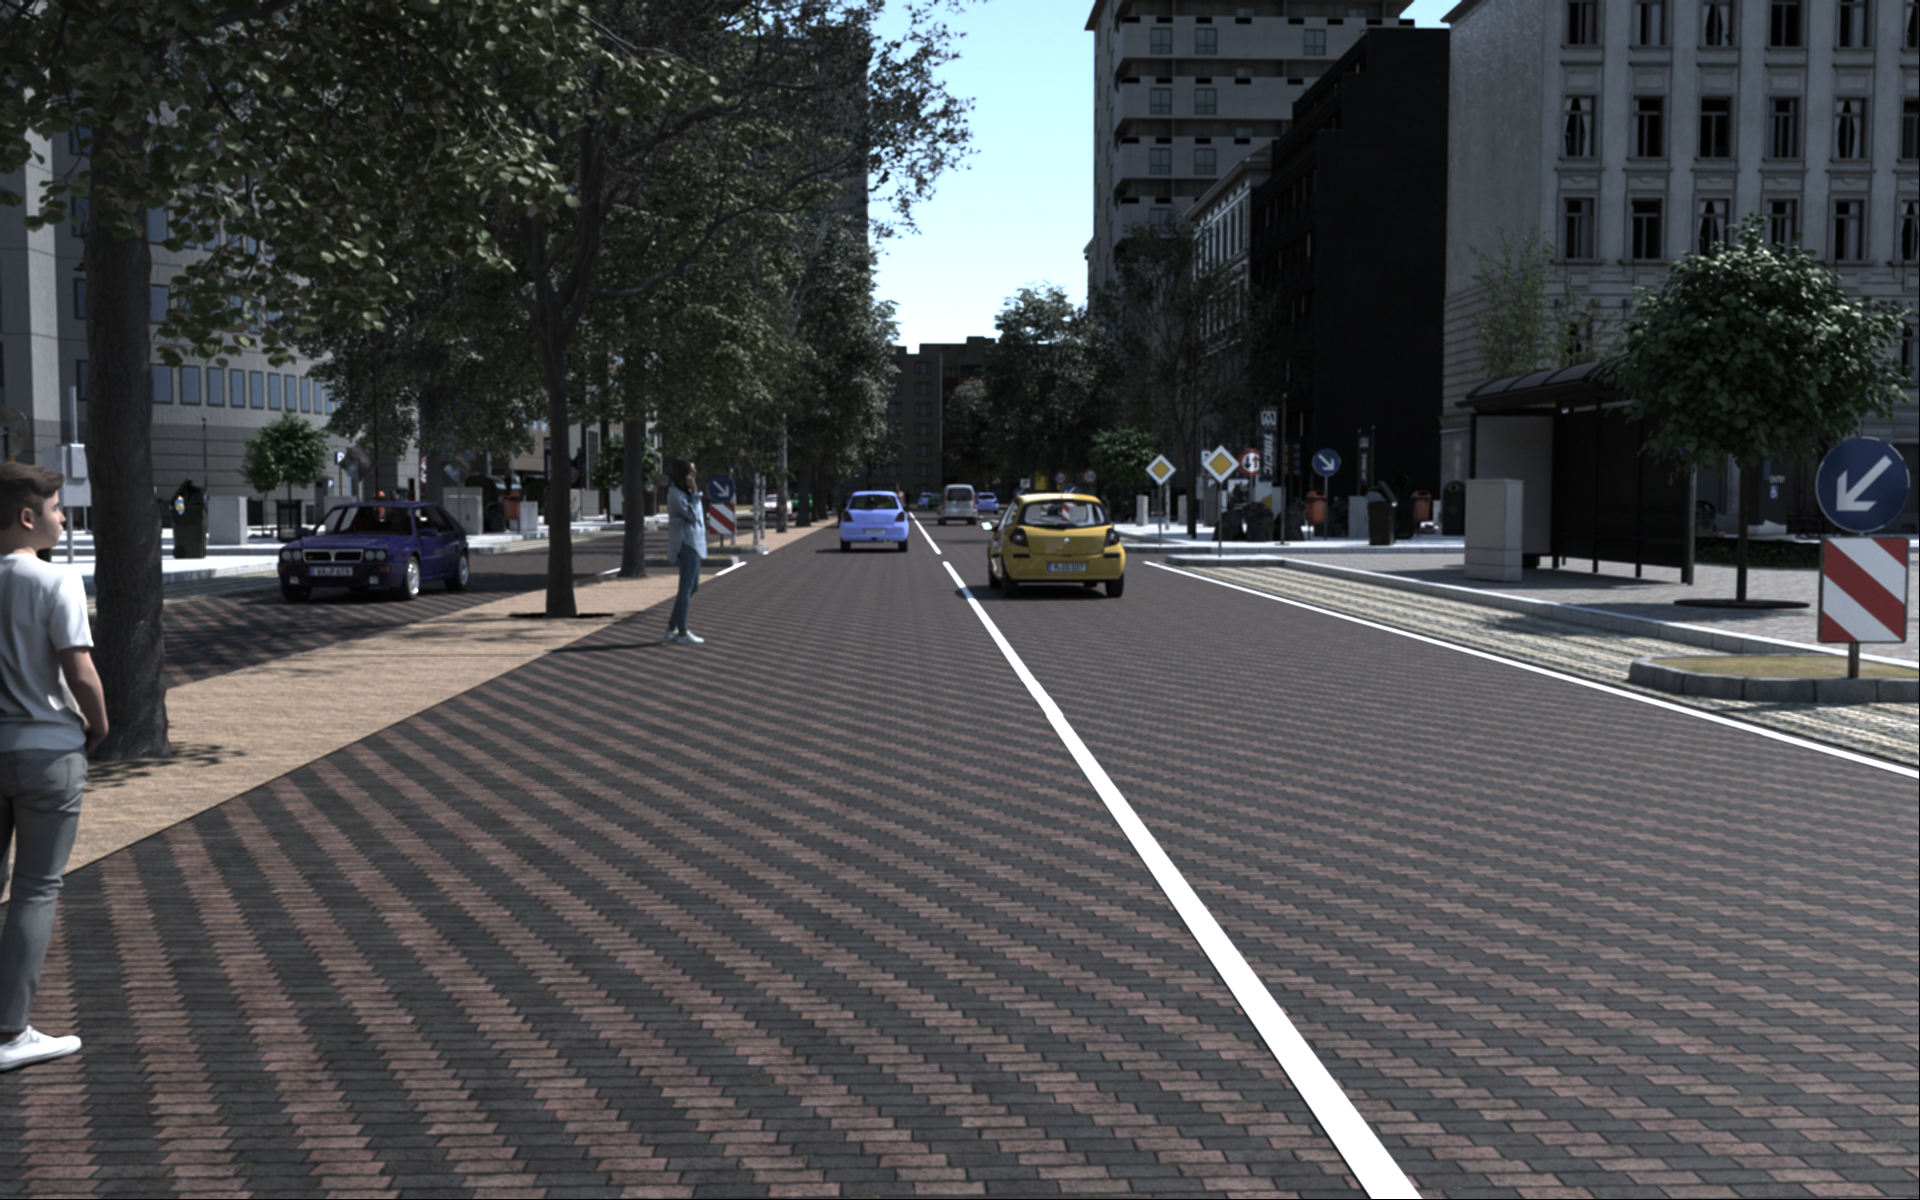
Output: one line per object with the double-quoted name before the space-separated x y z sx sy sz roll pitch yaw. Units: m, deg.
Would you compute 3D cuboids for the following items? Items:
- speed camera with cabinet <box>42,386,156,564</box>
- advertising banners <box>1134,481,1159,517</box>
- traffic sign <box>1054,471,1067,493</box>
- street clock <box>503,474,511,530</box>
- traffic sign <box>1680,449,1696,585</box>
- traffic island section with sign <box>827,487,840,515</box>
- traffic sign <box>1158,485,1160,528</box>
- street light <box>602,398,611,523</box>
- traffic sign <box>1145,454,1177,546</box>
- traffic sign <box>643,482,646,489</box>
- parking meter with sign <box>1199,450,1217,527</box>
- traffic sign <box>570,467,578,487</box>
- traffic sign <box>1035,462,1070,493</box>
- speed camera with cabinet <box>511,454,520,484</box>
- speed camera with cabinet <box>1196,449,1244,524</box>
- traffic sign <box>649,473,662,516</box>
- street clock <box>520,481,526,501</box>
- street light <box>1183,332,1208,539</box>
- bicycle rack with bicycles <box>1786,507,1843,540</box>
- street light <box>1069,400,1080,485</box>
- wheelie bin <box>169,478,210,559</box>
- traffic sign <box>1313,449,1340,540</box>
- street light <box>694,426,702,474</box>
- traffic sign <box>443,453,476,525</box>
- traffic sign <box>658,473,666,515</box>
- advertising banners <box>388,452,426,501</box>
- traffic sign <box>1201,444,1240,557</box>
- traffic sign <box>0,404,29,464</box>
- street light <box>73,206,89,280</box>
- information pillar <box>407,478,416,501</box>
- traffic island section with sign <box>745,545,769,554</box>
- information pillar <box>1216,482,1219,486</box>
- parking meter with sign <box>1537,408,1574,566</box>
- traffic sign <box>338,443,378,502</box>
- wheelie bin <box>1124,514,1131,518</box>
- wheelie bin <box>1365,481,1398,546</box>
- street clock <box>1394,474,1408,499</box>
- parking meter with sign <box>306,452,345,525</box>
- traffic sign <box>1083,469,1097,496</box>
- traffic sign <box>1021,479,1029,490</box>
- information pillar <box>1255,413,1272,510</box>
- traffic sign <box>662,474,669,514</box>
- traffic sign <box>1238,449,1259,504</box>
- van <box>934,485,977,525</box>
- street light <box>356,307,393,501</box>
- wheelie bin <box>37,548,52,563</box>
"speed camera with cabinet" -16.188 -2.341 32.609 0.660 3.252 2.038 2 4 24
"advertising banners" 10.337 -6.105 95.997 2.074 3.025 0.090 -1 4 -20
"traffic sign" 5.649 -5.944 97.296 0.768 2.556 0.104 0 4 -1
"street clock" -16.128 -3.504 61.859 0.358 2.002 0.471 -1 4 -15
"traffic sign" 10.282 -1.480 24.303 0.768 2.556 0.104 0 4 1
"traffic island section with sign" -8.510 -6.687 117.473 2.006 1.907 1.989 0 4 -2
"traffic sign" 7.538 -3.935 65.528 0.795 2.450 0.064 0 4 -1
"street light" -15.594 -6.360 76.775 0.468 5.910 1.993 0 4 -2
"traffic sign" 4.976 -2.409 43.037 0.795 2.450 0.064 0 4 -2
"traffic sign" -18.226 -6.138 94.225 2.265 3.308 0.079 0 4 0
"parking meter with sign" 9.766 -4.379 67.851 0.543 3.016 1.738 0 4 -1
"traffic sign" -18.072 -4.904 80.285 0.768 2.556 0.104 0 4 -1
"traffic sign" 5.939 -7.190 111.435 2.265 3.308 0.079 0 4 2
"speed camera with cabinet" -22.676 -5.541 84.934 2.038 3.252 0.660 0 4 3
"speed camera with cabinet" 11.274 -4.937 75.059 2.038 3.252 0.660 2 4 35
"traffic sign" -18.008 -6.253 102.339 0.768 2.556 0.104 0 4 3
"street clock" -23.930 -5.517 94.771 0.358 2.002 0.471 1 4 11
"street light" 6.737 -4.702 49.658 0.468 5.910 1.993 0 4 -2
"bicycle rack with bicycles" 23.907 -2.215 49.602 2.852 0.926 2.925 -3 5 -44
"street light" 5.548 -6.786 83.740 0.468 5.910 1.993 0 4 -2
"wheelie bin" -15.341 -1.627 34.516 0.693 1.594 0.980 -1 4 -17
"traffic sign" 10.307 -2.978 48.792 0.768 2.556 0.104 0 4 6
"street light" -16.702 -8.445 110.860 0.468 5.910 1.993 0 4 -2
"traffic sign" -12.257 -2.372 42.432 0.795 2.450 0.064 0 4 -2
"traffic sign" -18.510 -6.525 106.784 0.768 2.556 0.104 0 4 7
"advertising banners" -22.528 -4.569 70.883 0.090 3.025 2.074 2 4 32
"traffic sign" 5.267 -1.921 35.057 0.795 2.450 0.064 0 4 -2
"traffic sign" -13.585 -1.498 24.606 0.768 2.556 0.104 0 4 5
"street light" -13.758 -3.386 28.147 0.468 5.910 1.993 0 4 -2
"information pillar" -24.497 -4.457 77.364 0.304 2.012 0.304 -2 4 -25
"traffic island section with sign" -5.765 -2.095 42.385 2.006 1.907 1.989 0 4 -2
"information pillar" 15.070 -5.951 101.791 0.304 2.012 0.304 3 5 41
"parking meter with sign" 10.056 -2.134 31.156 1.738 3.016 0.543 0 4 3
"traffic sign" -11.967 -1.884 34.452 0.795 2.450 0.064 0 4 -2
"wheelie bin" 8.684 -5.149 92.095 0.693 1.594 0.980 -2 4 -32
"wheelie bin" 10.483 -2.154 43.129 0.693 1.594 0.980 2 4 26
"street clock" 16.149 -3.600 63.423 0.471 2.002 0.358 1 4 20
"parking meter with sign" -26.374 -4.624 71.858 1.738 3.016 0.543 1 4 19
"traffic sign" 6.480 -5.256 86.045 0.768 2.556 0.104 0 4 3
"traffic sign" 4.365 -6.978 116.217 0.606 2.300 0.079 0 4 4
"information pillar" 8.750 -3.588 50.012 0.504 3.616 0.183 0 4 7
"traffic sign" -18.733 -6.684 109.382 0.768 2.556 0.104 0 4 3
"traffic sign" 8.190 -2.973 48.708 0.768 2.556 0.104 0 4 6
"van" -0.149 -4.493 80.474 2.013 2.044 4.112 0 4 -4
"street light" -14.344 -4.265 42.527 0.468 5.910 1.993 0 4 -2
"wheelie bin" -15.153 -1.239 28.173 0.693 1.594 0.980 2 4 33
